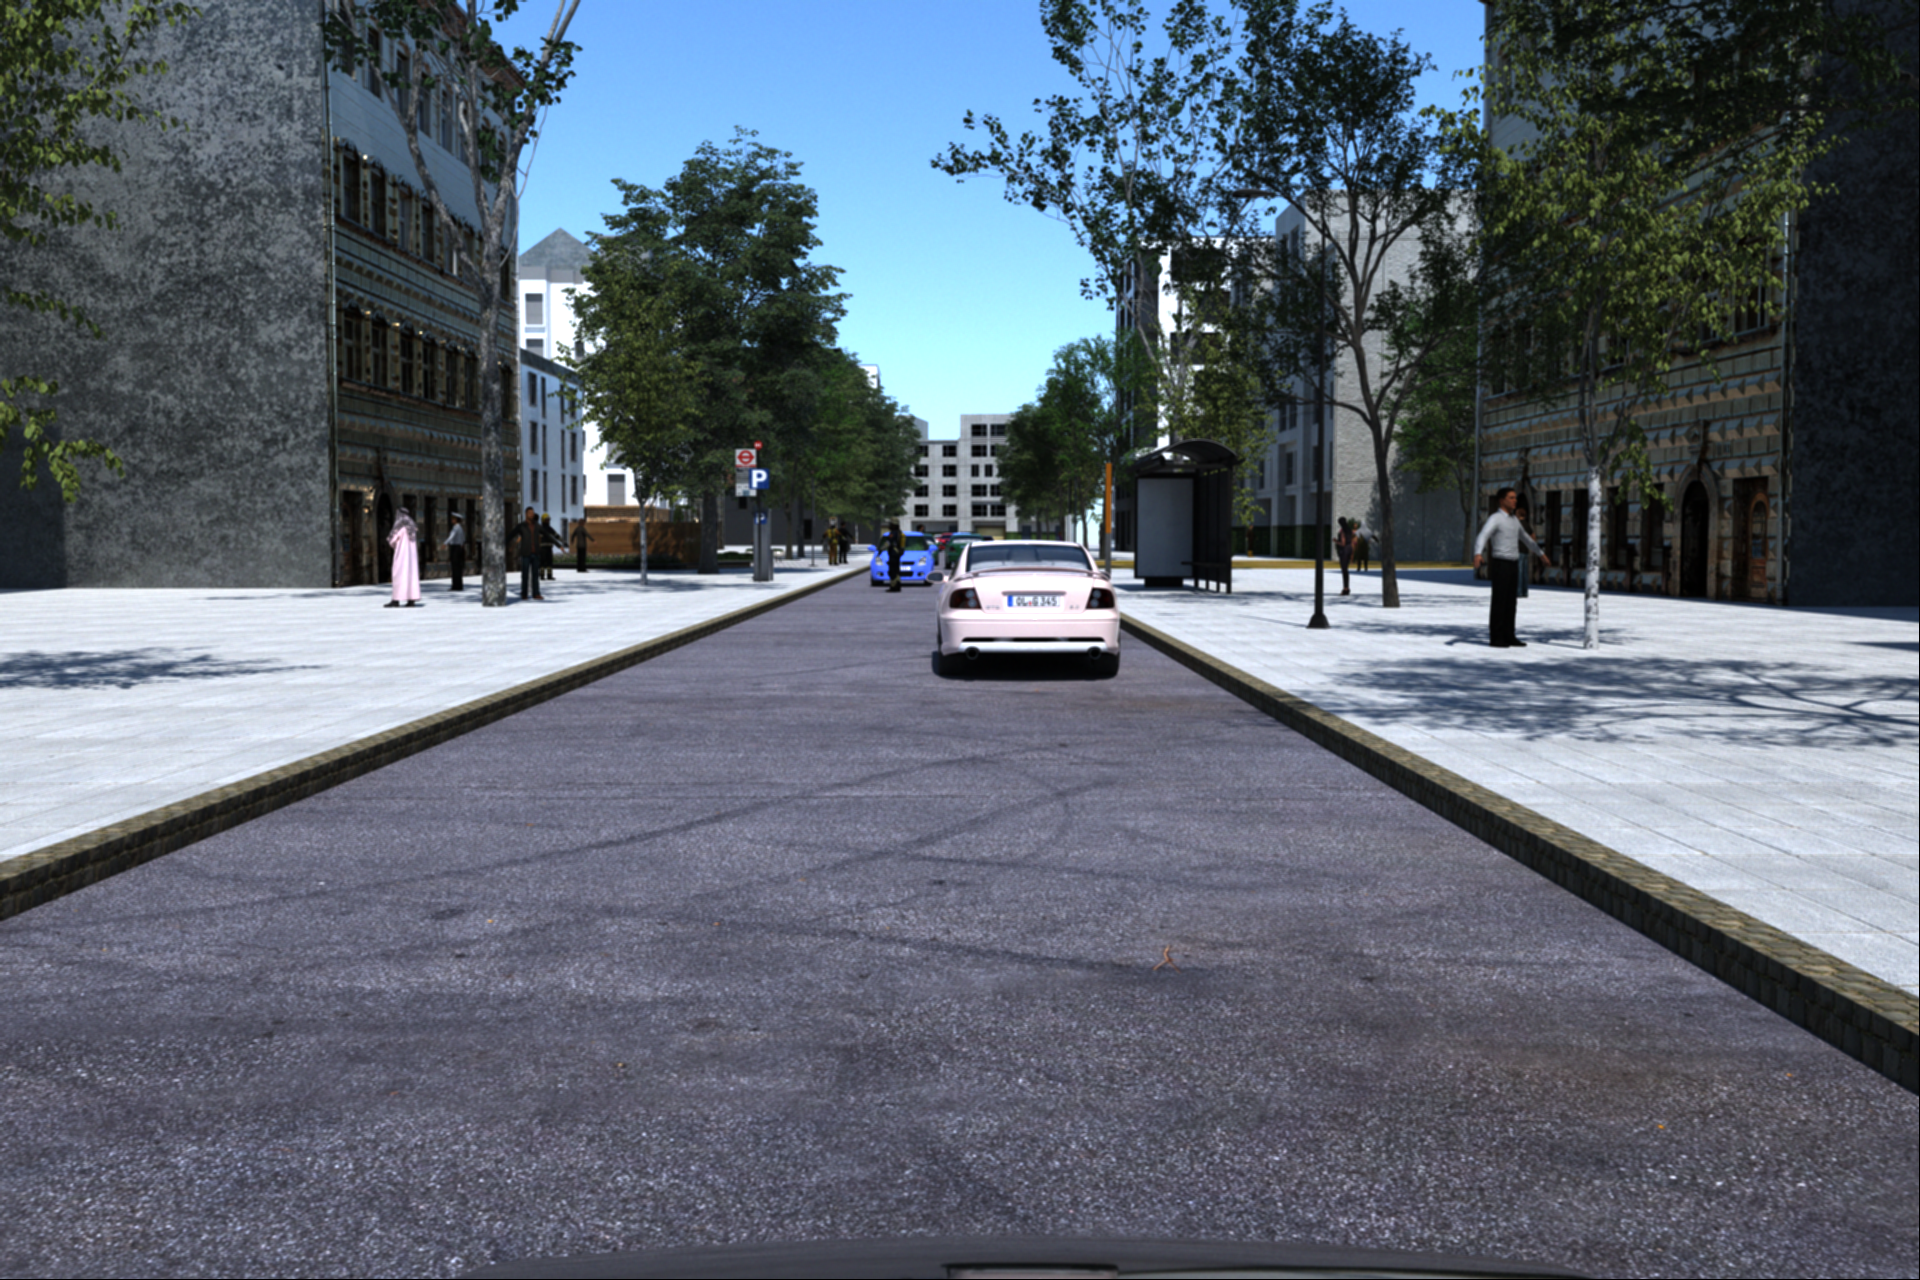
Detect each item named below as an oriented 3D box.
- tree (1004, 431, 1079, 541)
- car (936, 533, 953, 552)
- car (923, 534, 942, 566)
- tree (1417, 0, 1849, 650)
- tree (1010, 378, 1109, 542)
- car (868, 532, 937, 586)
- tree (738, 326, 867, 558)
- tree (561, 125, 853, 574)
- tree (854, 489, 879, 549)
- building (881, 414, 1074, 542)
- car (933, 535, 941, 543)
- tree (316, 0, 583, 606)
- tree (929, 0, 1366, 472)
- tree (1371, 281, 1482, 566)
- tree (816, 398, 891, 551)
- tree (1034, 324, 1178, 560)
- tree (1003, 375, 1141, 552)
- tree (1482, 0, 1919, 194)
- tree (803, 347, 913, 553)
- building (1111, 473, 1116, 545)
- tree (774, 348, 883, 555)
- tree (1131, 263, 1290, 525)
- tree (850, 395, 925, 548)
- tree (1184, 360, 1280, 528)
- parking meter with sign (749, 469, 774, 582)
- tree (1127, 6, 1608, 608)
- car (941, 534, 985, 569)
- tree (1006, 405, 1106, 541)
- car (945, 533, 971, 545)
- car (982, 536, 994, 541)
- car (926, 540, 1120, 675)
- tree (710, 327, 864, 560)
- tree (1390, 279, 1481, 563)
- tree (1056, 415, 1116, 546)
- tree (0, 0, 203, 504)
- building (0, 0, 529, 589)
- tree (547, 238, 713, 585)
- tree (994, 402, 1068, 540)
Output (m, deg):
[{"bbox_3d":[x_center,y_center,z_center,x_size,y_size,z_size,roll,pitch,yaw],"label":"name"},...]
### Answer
[{"bbox_3d":[7.179,-12.957,146.257,7.601,10.594,8.767,0,4,-1],"label":"tree"},{"bbox_3d":[-0.836,-8.034,140.389,2.155,1.783,4.494,0,3,0],"label":"car"},{"bbox_3d":[-1.886,-4.183,80.196,2.131,1.459,4.920,0,4,0],"label":"car"},{"bbox_3d":[7.251,-4.194,18.940,4.737,8.622,4.395,0,3,0],"label":"tree"},{"bbox_3d":[7.329,-12.668,125.247,7.486,12.596,7.792,0,3,0],"label":"tree"},{"bbox_3d":[-1.591,-2.381,48.524,1.945,1.707,3.694,0,4,0],"label":"car"},{"bbox_3d":[-9.050,-10.735,93.636,7.486,12.596,7.792,0,3,0],"label":"tree"},{"bbox_3d":[-8.153,-9.105,55.530,9.857,13.997,8.962,0,3,0],"label":"tree"},{"bbox_3d":[-8.579,-12.004,146.624,4.737,8.622,4.395,0,3,0],"label":"tree"},{"bbox_3d":[1.165,-24.015,261.565,31.486,18.905,16.747,0,4,8],"label":"building"},{"bbox_3d":[-1.717,-8.835,156.814,2.083,1.381,4.827,0,4,0],"label":"car"},{"bbox_3d":[-9.757,-10.652,30.044,12.611,20.169,13.585,0,3,0],"label":"tree"},{"bbox_3d":[5.759,-12.243,56.069,12.611,20.169,13.585,0,3,0],"label":"tree"},{"bbox_3d":[20.332,-8.777,69.264,9.928,11.665,9.643,0,3,0],"label":"tree"},{"bbox_3d":[-8.985,-13.114,132.544,7.486,12.596,7.792,0,3,0],"label":"tree"},{"bbox_3d":[7.270,-9.750,85.164,9.928,11.665,9.643,0,3,0],"label":"tree"},{"bbox_3d":[6.747,-9.846,95.393,7.601,10.594,8.767,3,4,39],"label":"tree"},{"bbox_3d":[6.572,-4.613,9.829,7.601,10.594,8.767,1,4,23],"label":"tree"},{"bbox_3d":[-7.809,-12.883,117.291,9.857,13.997,8.962,0,3,0],"label":"tree"},{"bbox_3d":[23.294,-15.909,202.260,9.099,9.664,28.070,0,4,0],"label":"building"},{"bbox_3d":[-8.482,-11.462,105.536,7.486,12.596,7.792,0,3,0],"label":"tree"},{"bbox_3d":[6.909,-5.853,46.065,4.737,8.622,4.395,0,3,0],"label":"tree"},{"bbox_3d":[-7.937,-15.473,159.642,9.857,13.997,8.962,0,3,0],"label":"tree"},{"bbox_3d":[10.965,-7.486,72.764,4.737,8.622,4.395,0,3,0],"label":"tree"},{"bbox_3d":[-5.342,-3.099,46.935,0.543,3.016,1.738,0,4,0],"label":"parking meter with sign"},{"bbox_3d":[7.453,-5.865,30.301,8.767,10.594,7.601,-1,4,-19],"label":"tree"},{"bbox_3d":[0.290,-3.671,71.824,2.131,1.459,4.920,0,4,-1],"label":"car"},{"bbox_3d":[6.556,-11.121,116.239,7.601,10.594,8.767,0,4,-6],"label":"tree"},{"bbox_3d":[0.108,-5.303,96.296,1.945,1.707,3.694,0,3,0],"label":"car"},{"bbox_3d":[1.103,-4.815,91.300,1.945,1.354,3.894,0,4,-1],"label":"car"},{"bbox_3d":[0.671,-0.405,18.980,2.083,1.381,4.827,0,4,-1],"label":"car"},{"bbox_3d":[-8.521,-9.740,85.003,9.928,11.665,9.643,0,3,0],"label":"tree"},{"bbox_3d":[23.026,-9.749,77.517,7.486,12.596,7.792,0,3,0],"label":"tree"},{"bbox_3d":[7.617,-9.512,105.876,4.737,8.622,4.395,0,3,0],"label":"tree"},{"bbox_3d":[-7.970,-3.814,12.715,4.737,8.622,4.395,0,3,0],"label":"tree"},{"bbox_3d":[-24.044,-13.343,49.082,19.493,23.208,18.063,0,4,0],"label":"building"},{"bbox_3d":[-7.988,-5.669,43.049,4.737,8.622,4.395,0,3,0],"label":"tree"},{"bbox_3d":[7.628,-15.822,165.347,9.857,13.997,8.962,0,3,0],"label":"tree"}]
